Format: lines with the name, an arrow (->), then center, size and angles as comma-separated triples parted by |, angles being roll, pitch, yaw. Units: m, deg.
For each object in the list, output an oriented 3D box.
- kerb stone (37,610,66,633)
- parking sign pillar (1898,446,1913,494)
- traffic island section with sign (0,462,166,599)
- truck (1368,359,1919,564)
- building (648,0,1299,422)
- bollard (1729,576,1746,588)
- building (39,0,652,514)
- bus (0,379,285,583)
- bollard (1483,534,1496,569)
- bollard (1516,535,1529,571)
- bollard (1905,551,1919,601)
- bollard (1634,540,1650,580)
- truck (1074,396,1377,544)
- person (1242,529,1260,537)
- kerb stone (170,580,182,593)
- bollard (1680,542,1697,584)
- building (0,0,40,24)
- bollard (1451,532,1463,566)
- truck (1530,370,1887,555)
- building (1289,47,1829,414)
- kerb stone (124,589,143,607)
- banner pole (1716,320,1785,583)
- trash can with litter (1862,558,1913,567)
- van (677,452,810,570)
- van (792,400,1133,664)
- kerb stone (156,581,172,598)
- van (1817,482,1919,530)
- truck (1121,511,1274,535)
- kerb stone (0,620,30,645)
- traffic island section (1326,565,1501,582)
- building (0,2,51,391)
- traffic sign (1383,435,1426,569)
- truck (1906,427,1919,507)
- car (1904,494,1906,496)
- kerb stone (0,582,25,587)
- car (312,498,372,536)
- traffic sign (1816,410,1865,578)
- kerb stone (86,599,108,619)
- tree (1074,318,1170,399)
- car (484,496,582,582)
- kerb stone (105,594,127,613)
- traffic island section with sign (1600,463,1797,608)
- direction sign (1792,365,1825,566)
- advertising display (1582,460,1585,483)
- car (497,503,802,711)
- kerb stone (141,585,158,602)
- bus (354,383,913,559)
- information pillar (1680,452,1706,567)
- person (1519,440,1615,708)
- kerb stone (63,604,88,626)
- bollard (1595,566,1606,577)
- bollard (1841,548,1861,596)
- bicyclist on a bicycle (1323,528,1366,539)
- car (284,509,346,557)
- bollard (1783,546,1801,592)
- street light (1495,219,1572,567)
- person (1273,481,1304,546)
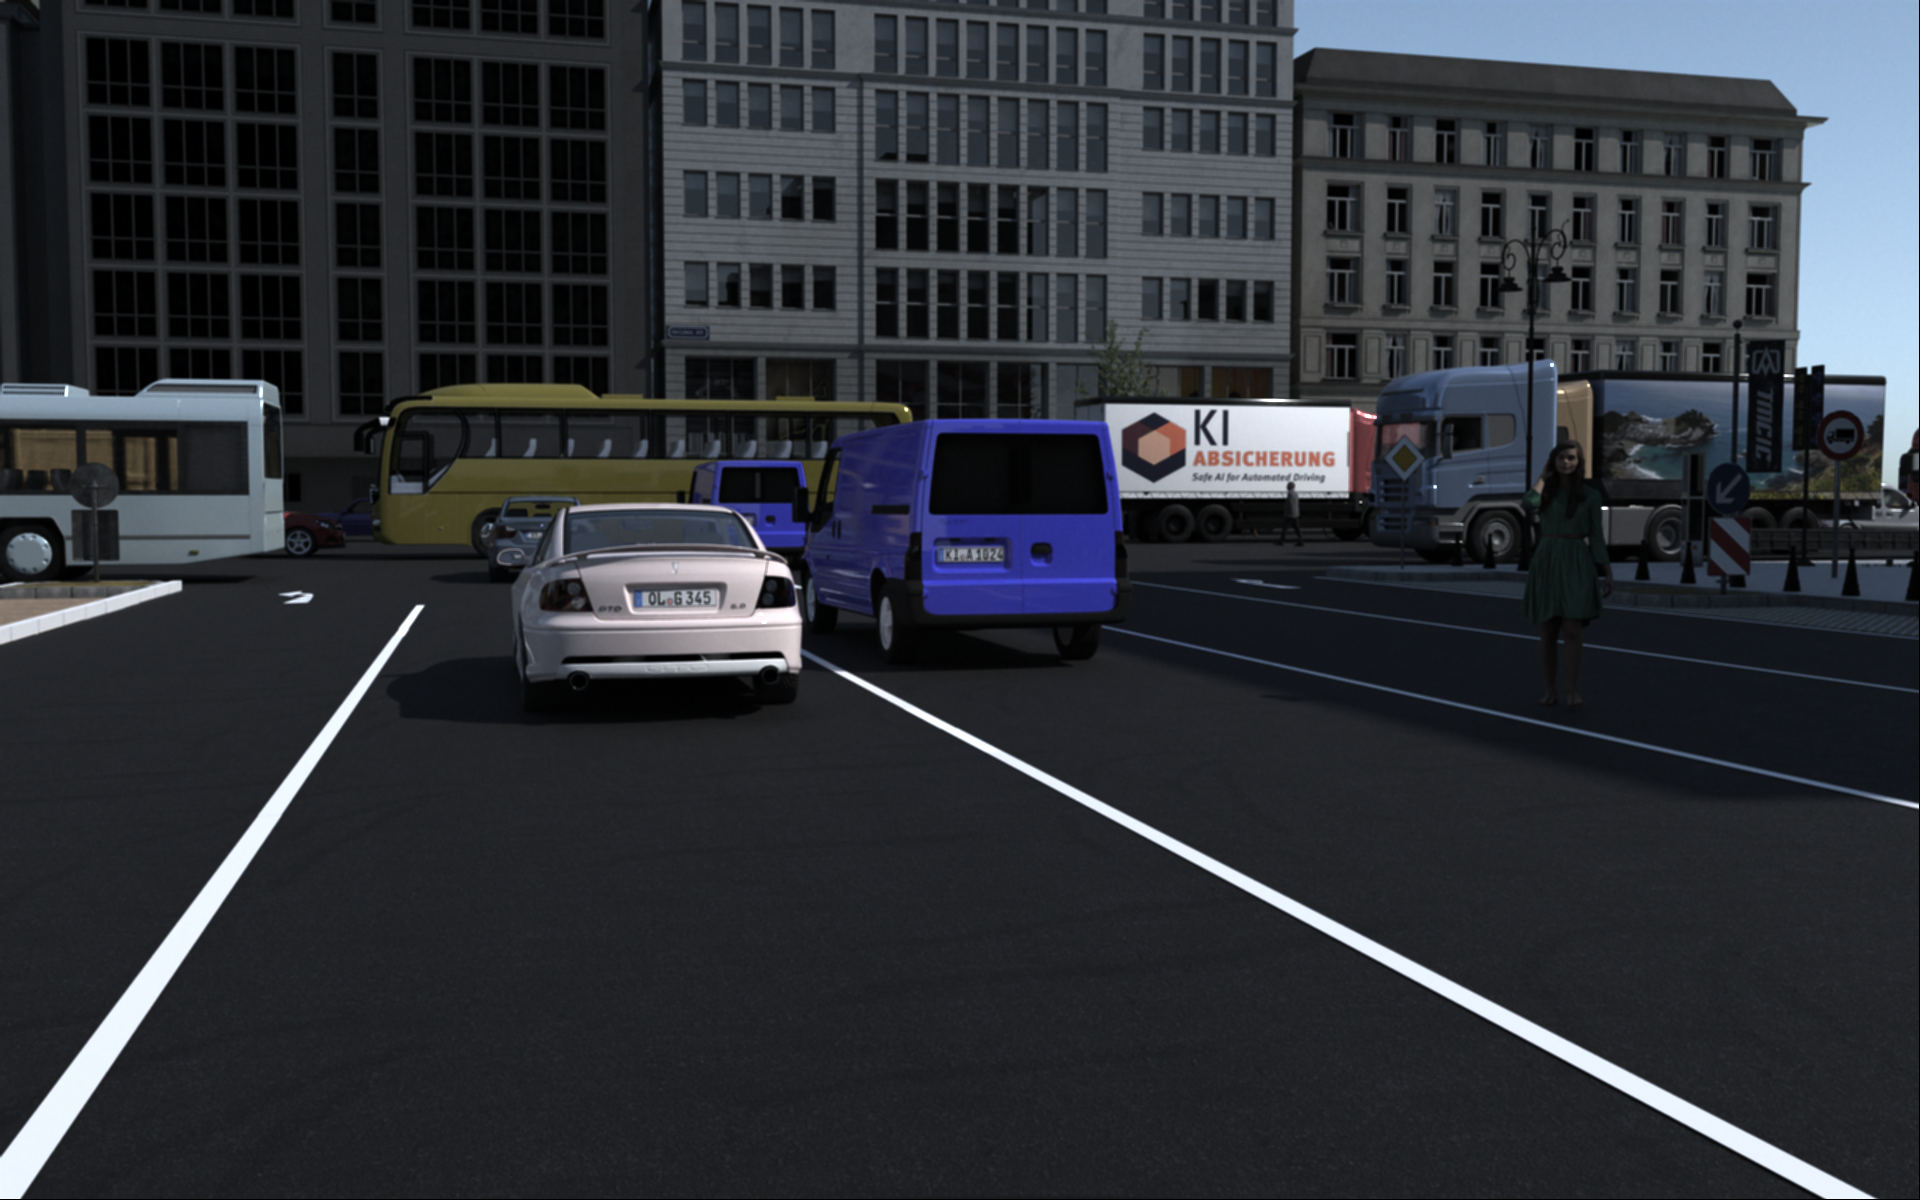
kerb stone -> -9.632, 0.242, 18.238 | 0.120, 0.150, 1.000 | -1, 4, -15
parking sign pillar -> 44.819, -5.704, 81.724 | 1.447, 3.967, 1.447 | -2, 4, -35
traffic island section with sign -> -12.404, -1.004, 24.557 | 2.006, 1.907, 1.989 | -1, 4, -15
truck -> 17.101, -2.885, 36.932 | 18.799, 4.110, 2.967 | -1, 4, -15
building -> 0.101, -18.713, 83.456 | 29.804, 29.767, 11.434 | -1, 4, -15
bollard -> 10.720, -0.478, 23.853 | 0.229, 0.601, 0.229 | 0, 3, 0
building -> -26.296, -17.349, 77.169 | 24.014, 27.812, 14.314 | -1, 4, -15
bus -> -17.829, -1.977, 27.185 | 13.247, 3.499, 2.948 | -1, 4, -15
bollard -> 9.128, -0.844, 29.840 | 0.229, 0.601, 0.229 | 0, 3, 0
bollard -> 9.389, -0.783, 28.836 | 0.229, 0.601, 0.229 | 0, 3, 0
bollard -> 11.511, -0.294, 20.853 | 0.229, 0.601, 0.229 | 0, 3, 0
bollard -> 10.188, -0.599, 25.837 | 0.229, 0.601, 0.229 | 0, 3, 0
truck -> 9.114, -3.862, 52.049 | 11.283, 4.237, 2.839 | -1, 4, -16
person -> 9.759, -3.020, 58.105 | 0.641, 1.798, 0.478 | 1, 4, 23
kerb stone -> -11.487, -0.185, 25.228 | 0.120, 0.150, 1.000 | -1, 4, -15
bollard -> 10.454, -0.538, 24.845 | 0.229, 0.601, 0.229 | 0, 3, 0
building -> -75.861, -30.379, 120.400 | 21.300, 48.544, 21.600 | -1, 4, -15
bollard -> 8.858, -0.905, 30.837 | 0.229, 0.601, 0.229 | 0, 3, 0
truck -> 16.253, -3.173, 40.795 | 11.283, 4.237, 2.839 | -1, 4, -16
building -> 28.313, -15.948, 94.033 | 30.059, 22.955, 16.112 | -1, 4, -15
kerb stone -> -10.697, -0.003, 22.238 | 0.120, 0.150, 1.000 | -1, 4, -15
banner pole -> 11.378, -2.133, 24.889 | 0.863, 3.779, 0.401 | 1, 4, 21
trash can with litter -> 17.139, -1.193, 30.561 | 2.233, 1.210, 1.678 | 1, 4, 19
van -> -4.256, -1.804, 33.882 | 2.240, 2.365, 5.245 | -1, 4, -15
van -> -0.194, -0.736, 16.415 | 2.240, 2.365, 5.245 | -1, 4, -16
kerb stone -> -11.223, -0.124, 24.231 | 0.120, 0.150, 1.000 | -1, 4, -15
van -> 24.795, -2.460, 47.235 | 4.112, 2.044, 2.013 | -1, 4, -13
truck -> 8.305, -4.009, 61.474 | 9.791, 3.379, 3.469 | -1, 4, -14
kerb stone -> -9.367, 0.303, 17.236 | 0.120, 0.150, 1.000 | -1, 4, -15
traffic island section -> 7.567, -0.447, 29.587 | 2.009, 0.180, 2.903 | -1, 4, -15
building -> -52.809, -15.456, 71.779 | 30.058, 24.678, 14.314 | -1, 4, -15
traffic sign -> 7.546, -1.582, 29.504 | 0.795, 2.450, 0.064 | -1, 4, -15
truck -> 36.241, -4.187, 57.371 | 11.283, 4.237, 2.839 | -1, 4, -15
car -> 38.334, -3.639, 69.714 | 3.980, 1.641, 2.015 | -1, 4, -14
kerb stone -> -13.501, -0.149, 24.637 | 0.120, 0.150, 1.000 | -1, 4, -15
car -> -18.002, -2.448, 52.612 | 3.894, 1.354, 1.945 | -1, 4, -14
traffic sign -> 13.407, -1.613, 26.474 | 0.768, 2.556, 0.104 | 0, 4, -5
kerb stone -> -10.163, 0.121, 20.243 | 0.120, 0.150, 1.000 | -1, 4, -15
tree -> 6.806, -7.442, 72.034 | 4.737, 8.622, 4.395 | 0, 3, 0
car -> -7.174, -1.089, 29.809 | 2.014, 1.417, 4.499 | -1, 4, -13
kerb stone -> -10.425, 0.058, 21.247 | 0.120, 0.150, 1.000 | -1, 4, -15
traffic island section with sign -> 9.410, -0.855, 22.609 | 1.989, 1.847, 2.006 | -1, 4, -15
direction sign -> 15.076, -2.376, 30.843 | 0.379, 3.537, 0.876 | 0, 4, -5
advertising display -> 10.657, -1.537, 30.351 | 0.123, 1.923, 0.974 | 0, 4, -5
car -> -2.383, -0.038, 12.988 | 2.083, 1.381, 4.827 | -1, 4, -15
kerb stone -> -10.960, -0.063, 23.232 | 0.120, 0.150, 1.000 | -1, 4, -15
bus -> -7.296, -2.946, 39.712 | 12.252, 3.916, 2.896 | -1, 4, -14
information pillar -> 12.966, -1.599, 30.638 | 0.304, 2.012, 0.304 | 0, 4, 3
person -> 4.064, -0.176, 11.632 | 0.600, 1.795, 0.529 | 1, 4, 13
kerb stone -> -9.898, 0.181, 19.244 | 0.120, 0.150, 1.000 | -1, 4, -15
bollard -> 9.925, -0.660, 26.829 | 0.229, 0.601, 0.229 | 0, 3, 0
bollard -> 11.248, -0.355, 21.851 | 0.229, 0.601, 0.229 | 0, 3, 0
bicyclist on a bicycle -> 12.393, -2.782, 55.507 | 1.625, 1.676, 1.499 | -1, 4, -13
car -> -16.461, -1.875, 39.693 | 4.494, 1.783, 2.155 | -1, 4, -15
bollard -> 10.983, -0.416, 22.843 | 0.229, 0.601, 0.229 | 0, 3, 0
street light -> 9.692, -3.465, 29.438 | 0.468, 5.910, 1.993 | -1, 4, -15
person -> 9.048, -2.370, 47.651 | 0.834, 1.777, 0.661 | 1, 4, 21
